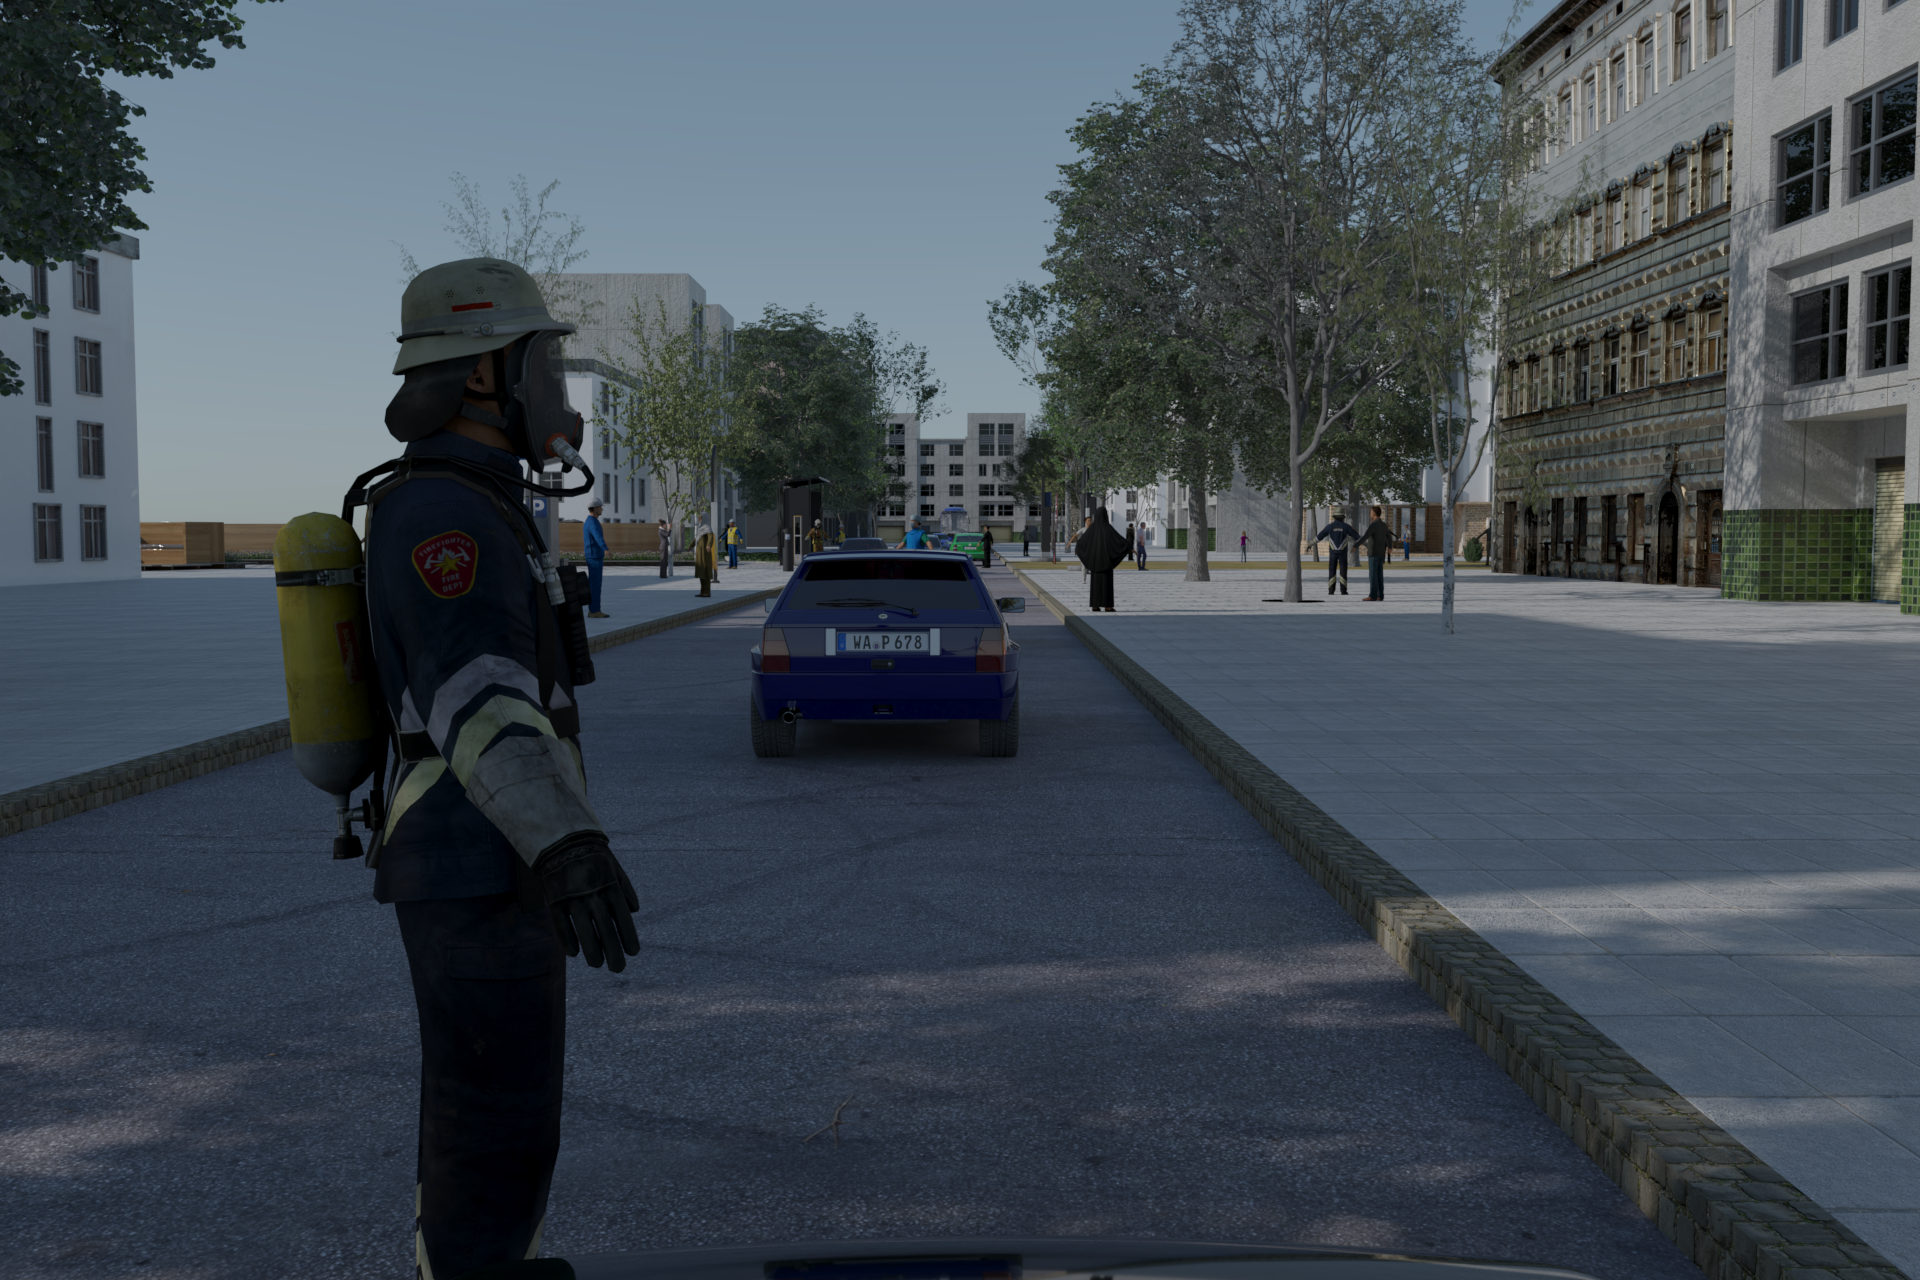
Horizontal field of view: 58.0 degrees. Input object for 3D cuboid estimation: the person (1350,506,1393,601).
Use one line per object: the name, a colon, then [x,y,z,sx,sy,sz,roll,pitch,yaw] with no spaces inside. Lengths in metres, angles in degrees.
person: [7.950,-1.660,33.203,1.348,1.821,0.705,-3,5,-43]

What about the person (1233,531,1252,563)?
person: [12.682,-4.186,77.704,0.991,1.433,0.599,-2,4,-25]

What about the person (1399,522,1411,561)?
person: [21.472,-4.740,83.354,0.705,1.847,1.347,0,4,-6]

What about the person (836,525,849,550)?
person: [-5.996,-5.038,88.843,0.721,1.772,1.216,2,4,33]

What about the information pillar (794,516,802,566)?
information pillar: [-6.523,-3.994,69.793,0.304,2.012,0.304,0,4,1]

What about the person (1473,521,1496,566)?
person: [21.570,-3.920,70.367,1.348,1.796,0.705,1,4,12]

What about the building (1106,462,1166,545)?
building: [23.126,-16.381,209.974,9.099,9.664,28.070,0,4,1]

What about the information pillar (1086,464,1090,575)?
information pillar: [4.055,-3.895,55.042,0.183,3.616,0.504,0,3,0]

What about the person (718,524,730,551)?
person: [-13.104,-5.619,97.805,1.347,1.837,0.705,-3,5,-43]

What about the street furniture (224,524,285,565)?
street furniture: [-31.534,-4.170,75.037,9.812,1.723,11.010,0,4,-2]

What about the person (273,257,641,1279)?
person: [-0.724,0.337,2.732,0.705,1.856,1.354,-1,4,-19]

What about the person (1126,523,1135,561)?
person: [8.240,-4.707,83.139,0.705,1.806,1.347,-1,4,-19]

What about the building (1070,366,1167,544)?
building: [24.676,-24.572,232.672,19.493,23.208,18.063,0,4,0]

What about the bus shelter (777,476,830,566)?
bus shelter: [-6.602,-5.034,73.583,1.731,3.624,6.357,0,4,0]

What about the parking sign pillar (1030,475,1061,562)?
parking sign pillar: [3.970,-5.612,80.234,1.447,3.967,1.447,0,4,1]

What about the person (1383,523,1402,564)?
person: [18.128,-4.083,73.480,1.216,1.740,0.721,0,4,-3]

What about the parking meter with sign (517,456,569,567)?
parking meter with sign: [-6.924,-1.992,28.823,0.543,3.016,1.738,0,4,0]

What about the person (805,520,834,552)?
person: [-5.597,-3.834,68.461,1.354,1.858,0.705,-3,4,-36]

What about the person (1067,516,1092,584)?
person: [3.342,-2.318,44.664,1.217,1.739,0.721,-1,4,-13]

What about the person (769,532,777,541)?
person: [-9.980,-5.518,96.407,1.347,1.806,0.705,1,4,21]

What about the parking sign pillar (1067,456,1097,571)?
parking sign pillar: [4.458,-4.384,60.144,1.447,3.967,1.447,0,4,0]

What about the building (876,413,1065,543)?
building: [1.131,-23.861,259.047,31.486,18.905,16.747,0,4,1]

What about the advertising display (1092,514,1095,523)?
advertising display: [4.398,-3.145,56.631,0.123,1.923,0.974,0,4,0]

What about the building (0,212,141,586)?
building: [-24.274,-5.705,35.420,9.099,9.664,28.070,0,4,1]

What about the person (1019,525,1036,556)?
person: [3.824,-5.703,99.378,0.705,1.813,1.348,3,5,44]

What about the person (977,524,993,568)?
person: [1.116,-3.934,72.717,0.705,1.837,1.347,2,4,28]

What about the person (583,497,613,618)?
person: [-5.578,-1.268,26.612,0.705,1.842,1.347,-1,4,-22]

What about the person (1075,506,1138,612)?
person: [2.386,-1.331,28.549,1.214,1.737,0.721,3,4,38]

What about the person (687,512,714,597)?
person: [-5.272,-1.736,35.164,0.721,1.736,1.217,-2,4,-28]

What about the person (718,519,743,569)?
person: [-8.385,-3.533,63.737,1.349,1.833,0.705,3,5,43]

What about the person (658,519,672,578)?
person: [-8.447,-2.638,49.983,0.742,1.727,0.445,3,5,40]

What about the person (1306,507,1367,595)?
person: [7.970,-1.871,36.461,1.351,1.845,0.704,1,4,17]

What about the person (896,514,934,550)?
person: [-0.898,-1.554,33.987,0.704,1.817,1.347,-3,5,-43]

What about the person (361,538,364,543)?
person: [-11.856,-1.794,35.505,0.704,1.807,1.345,2,4,30]

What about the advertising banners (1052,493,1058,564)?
advertising banners: [4.049,-4.754,73.908,0.090,3.025,2.074,0,4,-1]

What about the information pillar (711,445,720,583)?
information pillar: [-6.416,-3.296,45.242,0.183,3.616,0.504,0,4,1]

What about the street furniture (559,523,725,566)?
street furniture: [-13.053,-3.909,70.774,11.010,1.723,9.812,0,4,-2]

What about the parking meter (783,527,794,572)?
parking meter: [-5.880,-3.112,59.294,0.372,1.533,0.369,0,3,0]

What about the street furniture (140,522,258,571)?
street furniture: [-30.678,-3.500,64.072,11.010,1.723,9.812,1,4,20]

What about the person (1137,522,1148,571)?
person: [6.456,-3.314,61.169,0.436,1.711,0.756,0,4,5]

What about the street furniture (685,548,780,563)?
street furniture: [-9.750,-3.949,80.191,10.072,0.657,5.734,0,4,-5]
